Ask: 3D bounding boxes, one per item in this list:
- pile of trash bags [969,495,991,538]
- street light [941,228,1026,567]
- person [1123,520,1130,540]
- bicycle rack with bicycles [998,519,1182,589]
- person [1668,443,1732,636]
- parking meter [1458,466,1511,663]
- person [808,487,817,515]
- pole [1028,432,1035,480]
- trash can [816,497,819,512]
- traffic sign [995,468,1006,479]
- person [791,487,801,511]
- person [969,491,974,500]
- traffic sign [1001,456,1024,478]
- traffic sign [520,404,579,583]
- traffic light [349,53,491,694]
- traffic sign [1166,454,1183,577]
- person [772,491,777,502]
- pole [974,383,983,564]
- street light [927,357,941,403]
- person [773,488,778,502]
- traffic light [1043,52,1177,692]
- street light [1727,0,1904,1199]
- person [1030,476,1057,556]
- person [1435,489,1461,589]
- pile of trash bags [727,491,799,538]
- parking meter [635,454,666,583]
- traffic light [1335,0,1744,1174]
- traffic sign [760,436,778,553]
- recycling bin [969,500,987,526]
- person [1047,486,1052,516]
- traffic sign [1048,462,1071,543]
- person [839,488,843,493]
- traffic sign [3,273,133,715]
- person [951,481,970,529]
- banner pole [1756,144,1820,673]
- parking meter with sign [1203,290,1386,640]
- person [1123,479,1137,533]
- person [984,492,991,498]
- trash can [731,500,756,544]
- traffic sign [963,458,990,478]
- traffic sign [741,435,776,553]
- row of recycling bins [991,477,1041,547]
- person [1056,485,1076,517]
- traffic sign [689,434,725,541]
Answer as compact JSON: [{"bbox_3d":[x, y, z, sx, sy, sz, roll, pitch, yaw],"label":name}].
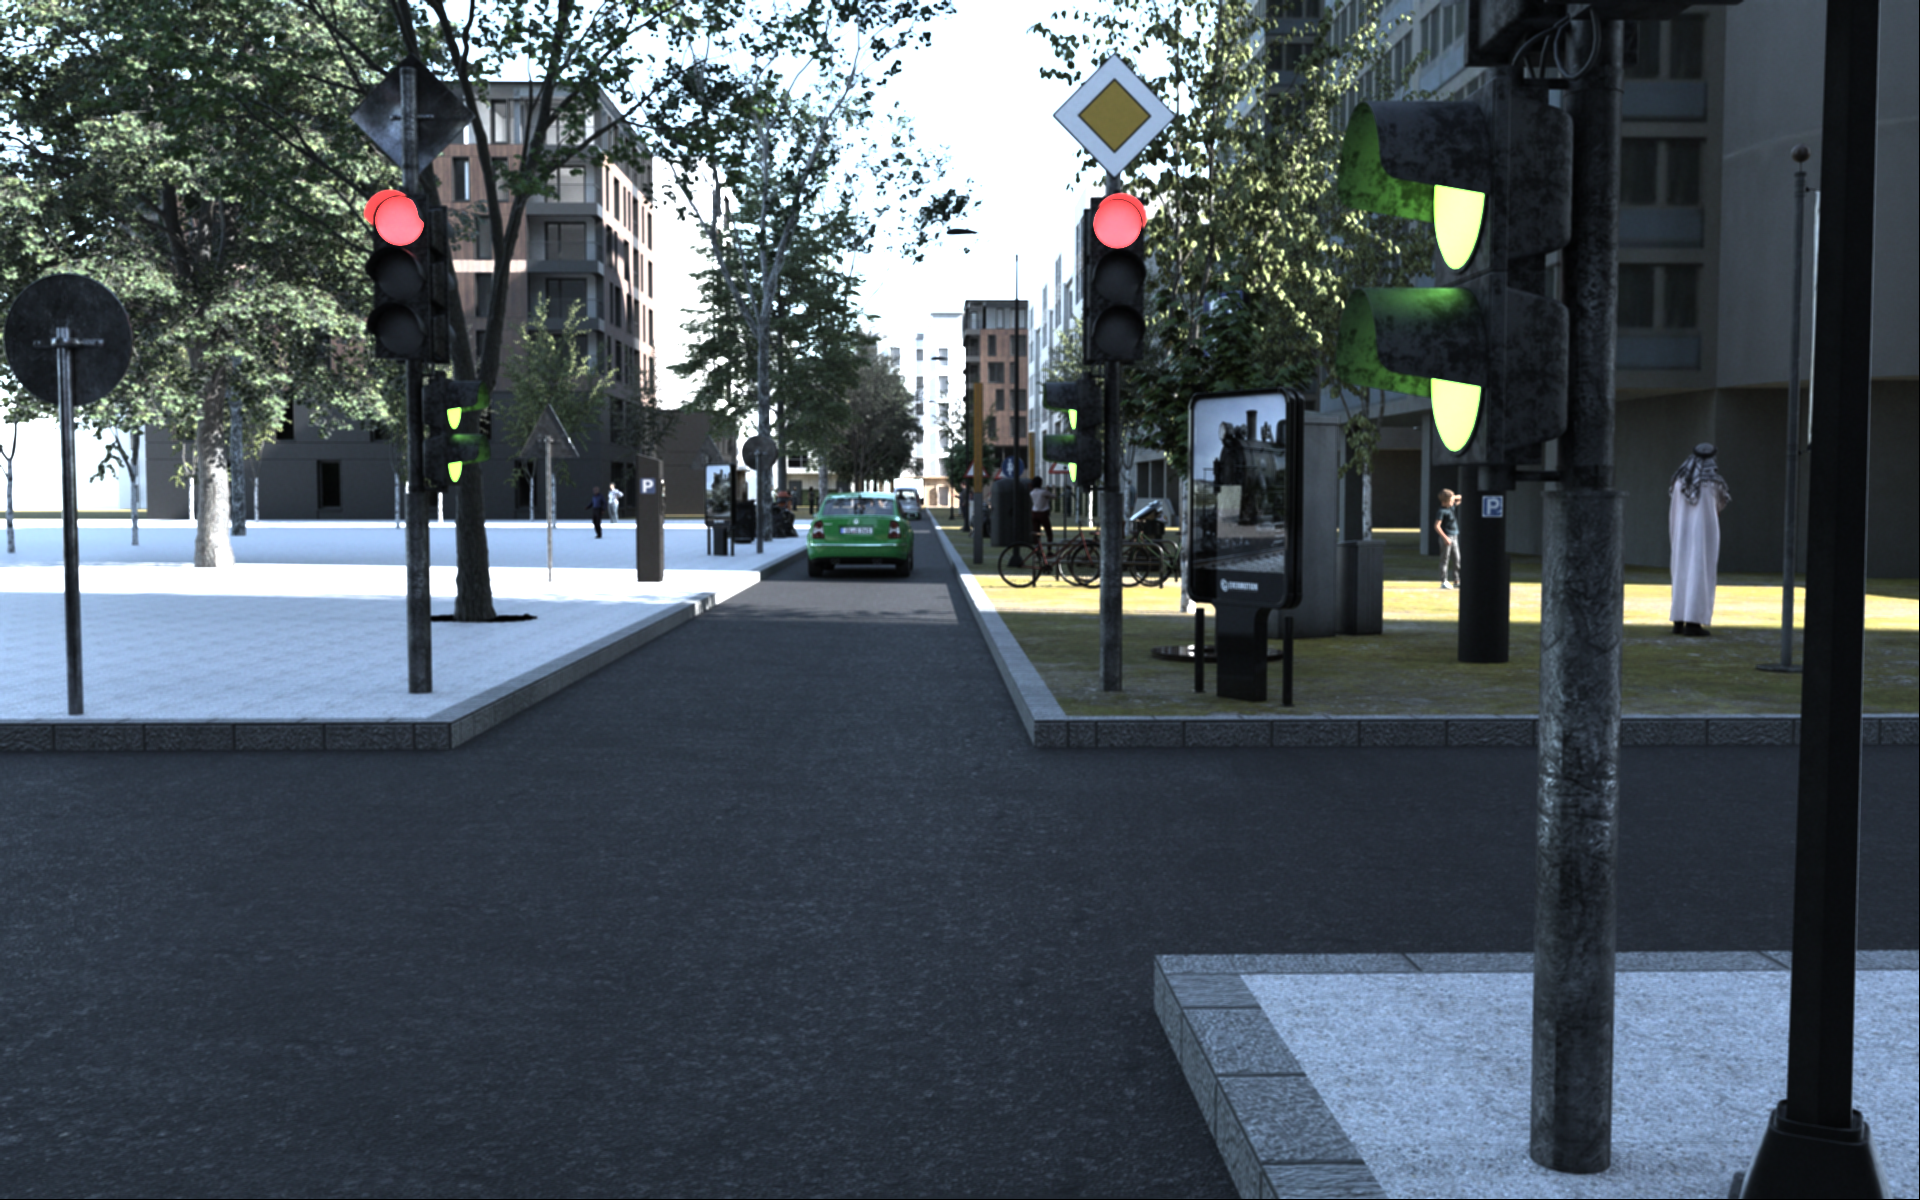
[{"bbox_3d":[1.145,-2.529,51.109,1.912,1.369,3.447,0,4,3],"label":"pile of trash bags"},{"bbox_3d":[0.452,-3.538,30.395,1.470,5.913,1.316,0,4,-1],"label":"street light"},{"bbox_3d":[4.084,-1.909,45.534,0.859,0.850,0.655,-2,4,-33],"label":"person"},{"bbox_3d":[2.209,-0.671,24.359,2.925,0.926,2.852,1,4,15],"label":"bicycle rack with bicycles"},{"bbox_3d":[6.701,-0.551,15.727,0.551,1.740,0.621,2,4,30],"label":"person"},{"bbox_3d":[4.019,-0.297,13.261,0.372,1.533,0.369,0,3,0],"label":"parking meter"},{"bbox_3d":[-9.147,-6.170,107.635,0.721,1.735,1.217,1,4,21],"label":"person"},{"bbox_3d":[2.362,-3.879,57.261,0.158,3.312,0.155,0,3,0],"label":"pole"},{"bbox_3d":[-6.733,-4.499,85.206,0.748,1.137,0.748,0,3,0],"label":"trash can"},{"bbox_3d":[1.664,-3.742,61.190,0.884,2.594,0.081,0,4,0],"label":"traffic sign"},{"bbox_3d":[-12.727,-7.796,133.598,0.705,1.814,1.350,2,4,33],"label":"person"},{"bbox_3d":[0.593,-4.323,79.955,0.421,1.427,0.697,1,4,18],"label":"person"},{"bbox_3d":[1.764,-3.531,57.843,0.768,2.556,0.104,0,4,7],"label":"traffic sign"},{"bbox_3d":[-5.926,-1.527,24.972,0.884,2.594,0.081,0,4,8],"label":"traffic sign"},{"bbox_3d":[-3.474,-1.356,11.084,0.839,4.253,0.868,0,4,-1],"label":"traffic light"},{"bbox_3d":[3.444,-1.636,26.851,0.768,2.556,0.104,0,4,-1],"label":"traffic sign"},{"bbox_3d":[-14.339,-7.678,131.654,1.350,1.814,0.705,-1,4,-20],"label":"person"},{"bbox_3d":[0.337,-2.323,31.826,0.158,3.312,0.155,0,3,0],"label":"pole"},{"bbox_3d":[-0.289,-5.267,58.661,1.470,5.913,1.316,0,4,-1],"label":"street light"},{"bbox_3d":[-15.403,-8.575,146.330,1.348,1.812,0.705,0,4,-2],"label":"person"},{"bbox_3d":[0.966,-1.363,11.206,0.839,4.253,0.868,0,4,-1],"label":"traffic light"},{"bbox_3d":[0.968,-1.855,2.868,1.470,5.913,1.316,0,4,-1],"label":"street light"},{"bbox_3d":[1.715,-1.717,35.576,0.566,1.644,0.517,-1,4,-15],"label":"person"},{"bbox_3d":[6.679,-0.829,23.501,0.340,1.345,0.435,3,5,42],"label":"person"},{"bbox_3d":[-5.717,-2.577,51.879,1.912,1.369,3.447,1,4,12],"label":"pile of trash bags"},{"bbox_3d":[-4.494,-1.191,25.188,0.399,1.863,0.255,0,4,3],"label":"parking meter"},{"bbox_3d":[1.157,-0.875,3.223,0.839,4.253,0.868,0,4,-1],"label":"traffic light"},{"bbox_3d":[-4.336,-2.298,37.671,0.768,2.556,0.104,0,4,4],"label":"traffic sign"},{"bbox_3d":[0.660,-3.474,69.352,0.722,1.027,0.722,1,4,11],"label":"recycling bin"},{"bbox_3d":[5.048,-5.735,100.340,0.617,1.759,0.750,0,4,4],"label":"person"},{"bbox_3d":[2.718,-2.738,44.764,0.884,2.594,0.081,0,4,1],"label":"traffic sign"},{"bbox_3d":[-9.116,-7.584,130.774,0.721,1.736,1.217,-2,4,-32],"label":"person"},{"bbox_3d":[-5.154,-0.606,10.018,0.768,2.556,0.104,0,4,3],"label":"traffic sign"},{"bbox_3d":[-0.009,-3.459,63.131,0.750,1.759,0.617,0,4,5],"label":"person"},{"bbox_3d":[6.217,-1.381,12.599,0.863,3.779,0.401,-2,4,-28],"label":"banner pole"},{"bbox_3d":[3.025,-1.175,15.478,1.738,3.016,0.543,-2,4,-30],"label":"parking meter with sign"},{"bbox_3d":[5.521,-3.083,56.577,0.598,1.807,0.434,-3,5,-43],"label":"person"},{"bbox_3d":[2.257,-7.030,121.702,1.217,1.743,0.721,1,4,16],"label":"person"},{"bbox_3d":[-5.656,-2.042,45.043,0.748,1.137,0.748,0,3,0],"label":"trash can"},{"bbox_3d":[0.535,-3.452,56.438,0.884,2.594,0.081,0,4,7],"label":"traffic sign"},{"bbox_3d":[-4.354,-2.279,37.372,0.768,2.556,0.104,0,4,7],"label":"traffic sign"},{"bbox_3d":[1.384,-2.245,43.816,1.069,1.692,3.534,1,4,11],"label":"row of recycling bins"},{"bbox_3d":[6.004,-5.561,97.044,1.350,1.814,0.705,-2,4,-34],"label":"person"},{"bbox_3d":[-5.483,-2.310,37.772,0.884,2.594,0.081,0,4,7],"label":"traffic sign"}]
